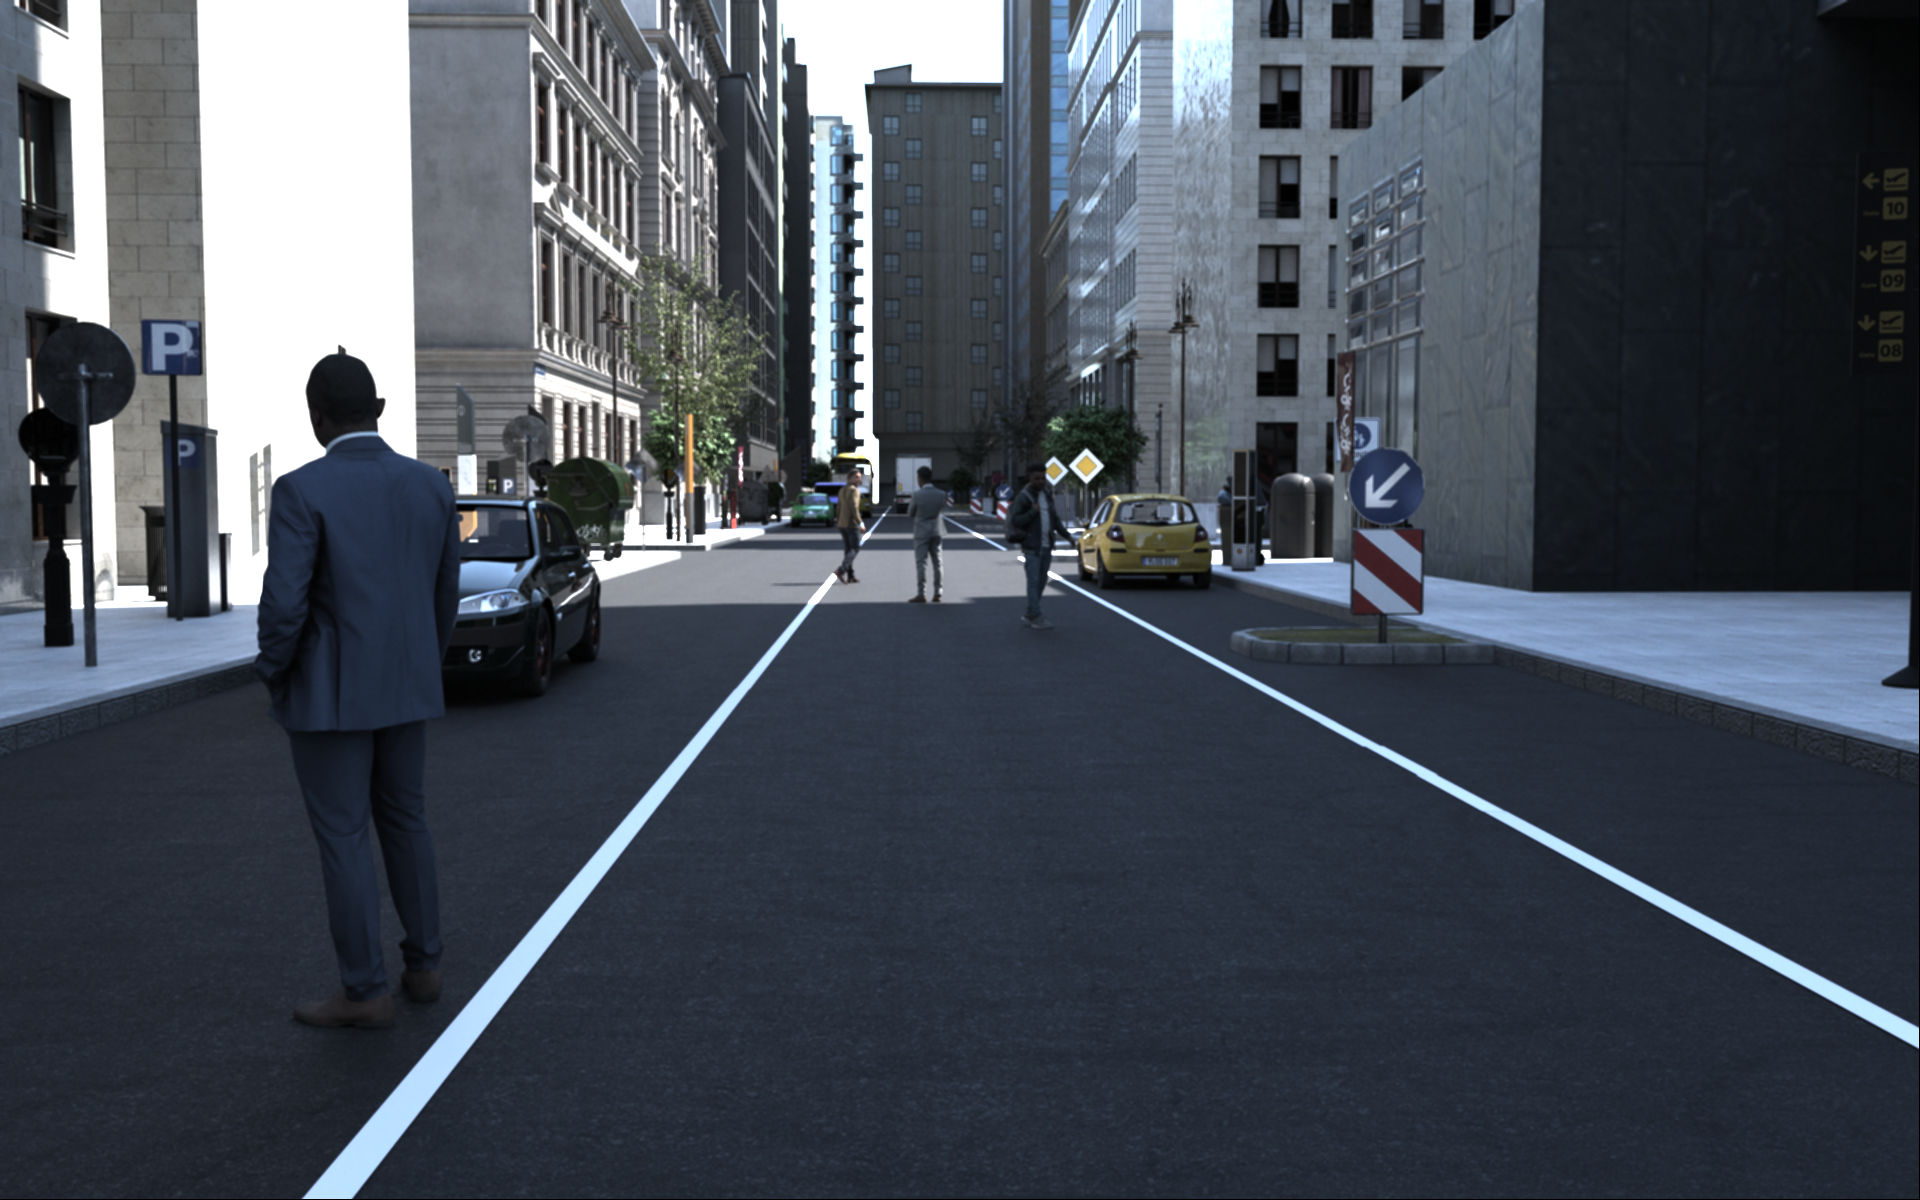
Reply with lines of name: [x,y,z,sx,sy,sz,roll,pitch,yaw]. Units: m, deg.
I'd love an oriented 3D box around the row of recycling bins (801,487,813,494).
row of recycling bins: [-9.503,-5.985,104.969,1.069,1.692,3.534,0,4,1]

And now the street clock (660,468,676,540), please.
street clock: [-8.108,-2.674,48.296,0.471,2.002,0.358,-1,4,-14]

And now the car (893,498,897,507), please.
car: [-6.434,-11.080,193.164,2.014,1.417,4.499,0,4,-4]

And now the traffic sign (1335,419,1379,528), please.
traffic sign: [5.326,-1.295,23.303,0.606,2.300,0.079,0,4,3]

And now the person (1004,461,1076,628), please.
person: [0.823,-0.596,18.592,0.721,1.781,0.623,2,4,34]

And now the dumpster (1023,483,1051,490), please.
dumpster: [3.534,-4.498,79.300,1.264,1.857,1.865,0,4,-2]

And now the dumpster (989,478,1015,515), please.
dumpster: [2.560,-6.300,105.503,1.502,2.255,1.985,0,4,-2]

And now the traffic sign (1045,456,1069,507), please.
traffic sign: [2.462,-2.561,45.513,0.795,2.450,0.064,0,4,-2]

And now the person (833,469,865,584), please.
person: [-1.754,-1.180,27.706,0.656,1.842,0.836,2,4,26]

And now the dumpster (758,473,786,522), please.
dumpster: [-8.732,-4.678,78.972,1.502,2.255,1.985,0,4,-2]

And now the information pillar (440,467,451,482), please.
information pillar: [-14.158,-2.643,47.709,0.304,2.012,0.304,-1,4,-15]

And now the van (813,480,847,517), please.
van: [-6.652,-5.237,90.015,2.240,2.365,5.245,0,4,-1]

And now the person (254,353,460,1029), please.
person: [-1.605,0.243,4.702,0.419,1.800,0.721,2,4,27]

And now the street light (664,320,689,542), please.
street light: [-7.536,-4.489,46.177,0.468,5.910,1.993,0,4,-2]

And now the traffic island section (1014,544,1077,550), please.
traffic island section: [2.485,-1.426,45.591,2.009,0.180,2.903,0,4,-2]

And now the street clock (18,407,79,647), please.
street clock: [-7.611,-0.612,14.576,0.471,2.002,0.358,-1,4,-15]

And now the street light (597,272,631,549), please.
street light: [-7.233,-3.886,36.317,0.468,5.910,1.993,0,4,-2]

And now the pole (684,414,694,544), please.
pole: [-6.955,-3.096,44.462,0.158,3.312,0.155,0,3,0]

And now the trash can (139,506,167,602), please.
trash can: [-9.447,-0.561,20.821,0.748,1.137,0.748,0,3,0]

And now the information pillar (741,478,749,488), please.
information pillar: [-9.892,-4.593,79.581,0.304,2.012,0.304,-1,4,-20]

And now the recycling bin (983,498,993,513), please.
recycling bin: [1.891,-6.322,115.913,0.722,1.027,0.722,0,4,1]

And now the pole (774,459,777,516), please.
pole: [-10.837,-6.606,101.846,0.158,3.312,0.155,0,3,0]

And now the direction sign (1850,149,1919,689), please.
direction sign: [6.364,-1.190,11.453,0.876,3.537,0.379,1,4,16]

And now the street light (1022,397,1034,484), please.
street light: [3.230,-6.735,82.899,0.468,5.910,1.993,0,4,-2]

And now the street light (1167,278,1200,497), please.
street light: [4.787,-3.940,37.201,0.468,5.910,1.993,0,4,-2]

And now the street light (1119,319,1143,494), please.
street light: [4.520,-4.469,45.860,0.468,5.910,1.993,0,4,-2]

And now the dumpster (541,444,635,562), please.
dumpster: [-7.161,-1.888,33.369,1.502,2.255,1.985,0,4,-2]

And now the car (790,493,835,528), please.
car: [-6.420,-4.087,75.619,1.959,1.807,4.718,0,4,-2]

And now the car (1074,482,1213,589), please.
car: [2.880,-1.065,27.637,2.015,1.641,3.980,0,4,-3]

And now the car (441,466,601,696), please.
car: [-3.882,-0.225,13.467,2.009,1.686,4.222,0,4,-4]

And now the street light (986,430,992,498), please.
street light: [1.993,-9.008,120.065,0.468,5.910,1.993,0,4,-2]

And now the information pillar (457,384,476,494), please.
information pillar: [-10.528,-2.789,36.949,0.504,3.616,0.183,2,4,34]

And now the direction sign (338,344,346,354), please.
direction sign: [-9.481,-2.121,26.684,0.379,3.537,0.876,-1,4,-13]

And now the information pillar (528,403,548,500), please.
information pillar: [-10.916,-3.268,44.794,0.504,3.616,0.183,0,4,-7]

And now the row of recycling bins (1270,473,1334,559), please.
row of recycling bins: [7.688,-1.719,35.216,3.534,1.692,1.069,-3,5,-39]

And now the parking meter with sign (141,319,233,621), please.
parking meter with sign: [-8.073,-1.345,18.245,0.543,3.016,1.738,-1,4,-12]

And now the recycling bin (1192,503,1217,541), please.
recycling bin: [6.647,-2.162,47.906,0.722,1.027,0.722,-1,4,-12]

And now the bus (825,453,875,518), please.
bus: [-6.699,-7.104,107.694,2.896,3.916,12.252,0,4,-2]

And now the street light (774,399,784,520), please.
street light: [-8.807,-6.838,84.595,0.468,5.910,1.993,0,4,-2]

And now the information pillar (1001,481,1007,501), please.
information pillar: [2.429,-5.560,95.401,0.304,2.012,0.304,0,4,3]

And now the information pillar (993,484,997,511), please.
information pillar: [2.493,-7.100,120.573,0.304,2.012,0.304,2,4,29]

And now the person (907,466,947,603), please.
person: [-0.464,-0.877,23.016,0.511,1.800,0.466,-3,5,-42]

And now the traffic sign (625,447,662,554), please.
traffic sign: [-6.806,-2.054,37.229,0.795,2.450,0.064,0,4,-2]

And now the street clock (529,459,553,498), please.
street clock: [-8.600,-1.898,35.598,0.358,2.002,0.471,3,5,41]

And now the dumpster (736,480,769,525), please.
dumpster: [-8.540,-4.009,71.313,1.264,1.857,1.865,0,4,-2]

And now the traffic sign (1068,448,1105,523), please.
traffic sign: [2.734,-2.073,37.532,0.795,2.450,0.064,0,4,-2]

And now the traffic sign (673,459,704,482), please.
traffic sign: [-7.078,-2.542,45.209,0.795,2.450,0.064,0,4,-2]

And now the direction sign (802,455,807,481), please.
direction sign: [-9.222,-6.619,100.214,0.876,3.537,0.379,2,4,34]

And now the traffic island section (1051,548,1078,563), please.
traffic island section: [2.757,-0.938,37.610,2.009,0.180,2.903,0,4,-2]

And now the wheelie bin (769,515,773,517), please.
wheelie bin: [-10.982,-5.536,98.419,0.980,1.594,0.693,1,4,9]

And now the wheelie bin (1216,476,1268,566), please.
wheelie bin: [5.006,-1.410,30.963,0.980,1.594,0.693,-2,4,-25]

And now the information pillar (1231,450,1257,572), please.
information pillar: [4.720,-1.485,28.778,0.304,2.012,0.304,3,4,36]

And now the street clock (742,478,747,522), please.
street clock: [-9.771,-4.535,78.723,0.358,2.002,0.471,-1,4,-9]
